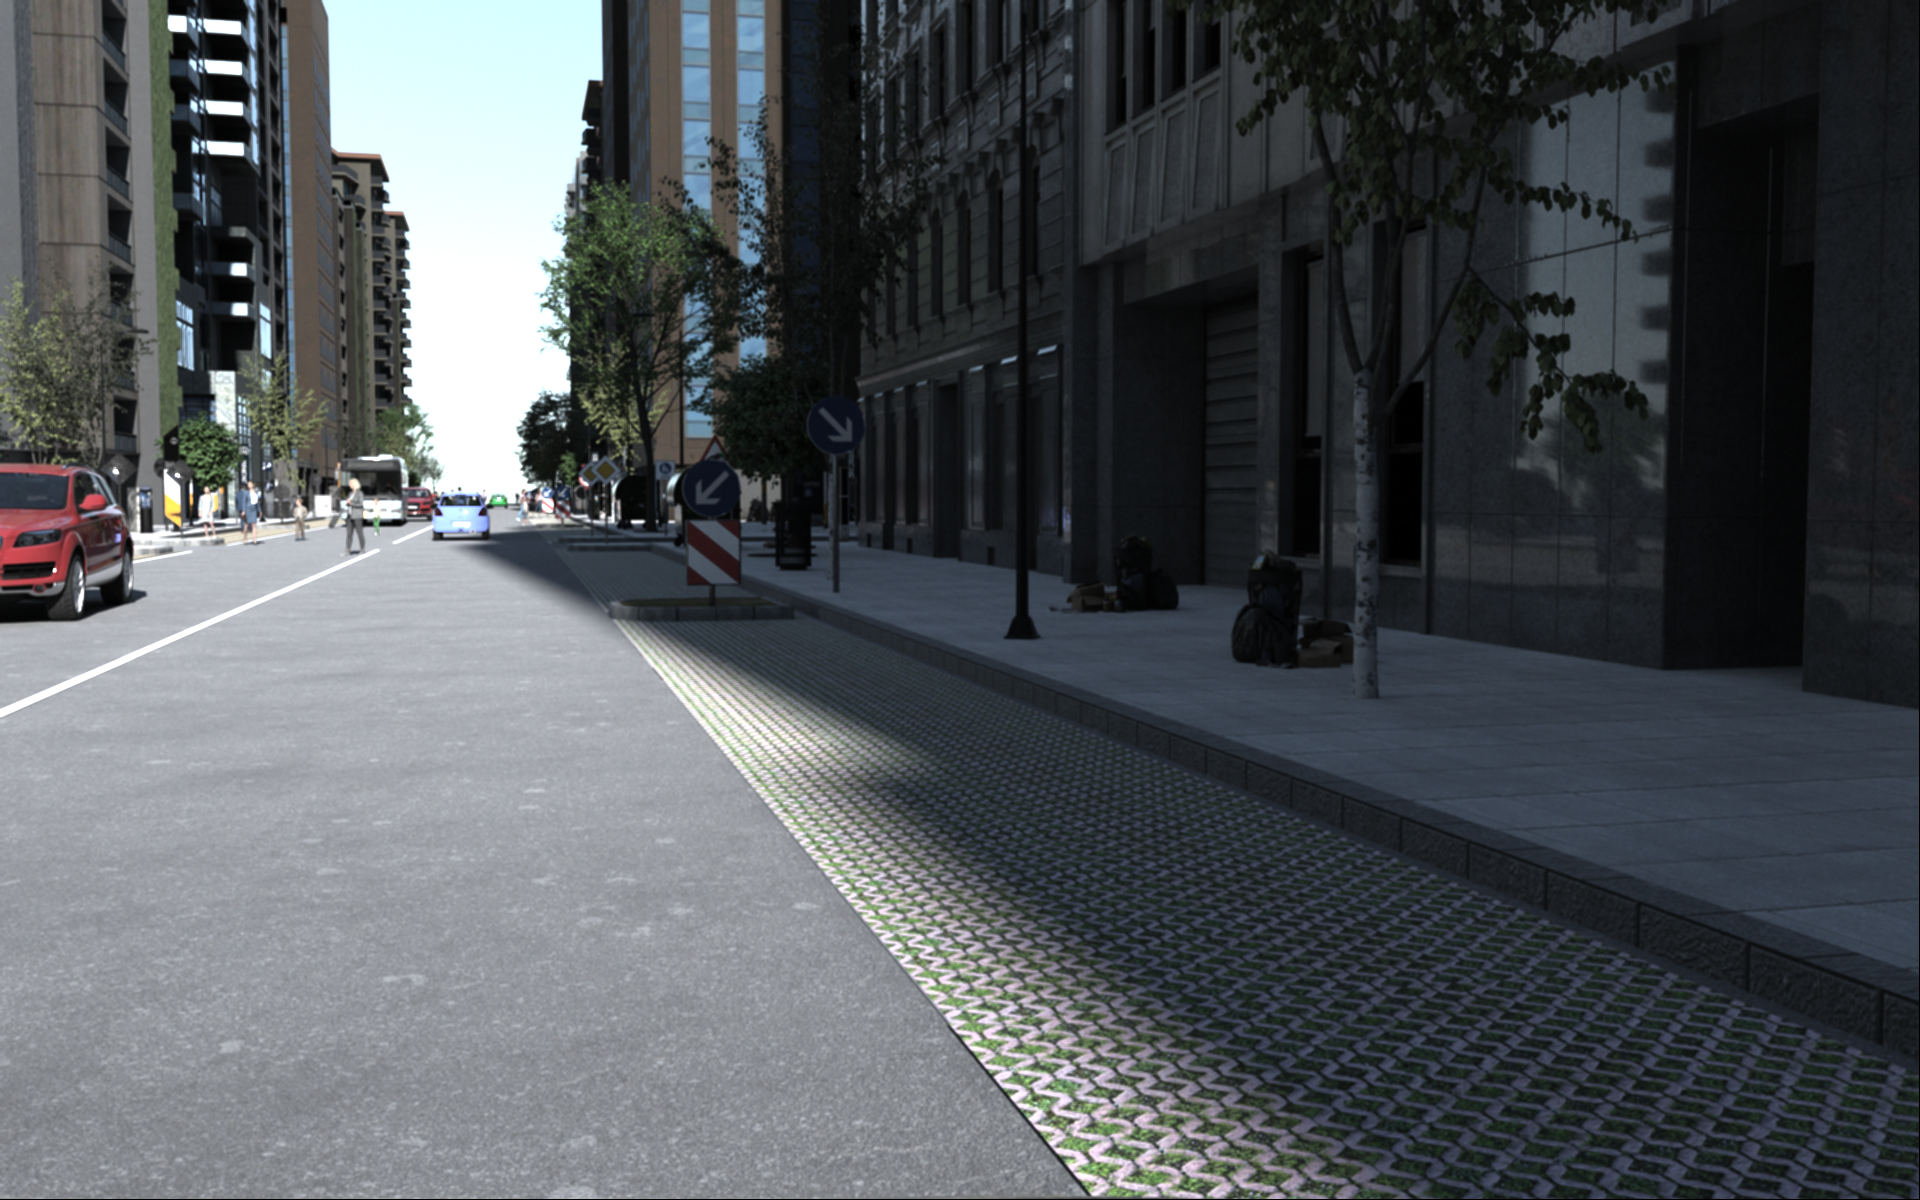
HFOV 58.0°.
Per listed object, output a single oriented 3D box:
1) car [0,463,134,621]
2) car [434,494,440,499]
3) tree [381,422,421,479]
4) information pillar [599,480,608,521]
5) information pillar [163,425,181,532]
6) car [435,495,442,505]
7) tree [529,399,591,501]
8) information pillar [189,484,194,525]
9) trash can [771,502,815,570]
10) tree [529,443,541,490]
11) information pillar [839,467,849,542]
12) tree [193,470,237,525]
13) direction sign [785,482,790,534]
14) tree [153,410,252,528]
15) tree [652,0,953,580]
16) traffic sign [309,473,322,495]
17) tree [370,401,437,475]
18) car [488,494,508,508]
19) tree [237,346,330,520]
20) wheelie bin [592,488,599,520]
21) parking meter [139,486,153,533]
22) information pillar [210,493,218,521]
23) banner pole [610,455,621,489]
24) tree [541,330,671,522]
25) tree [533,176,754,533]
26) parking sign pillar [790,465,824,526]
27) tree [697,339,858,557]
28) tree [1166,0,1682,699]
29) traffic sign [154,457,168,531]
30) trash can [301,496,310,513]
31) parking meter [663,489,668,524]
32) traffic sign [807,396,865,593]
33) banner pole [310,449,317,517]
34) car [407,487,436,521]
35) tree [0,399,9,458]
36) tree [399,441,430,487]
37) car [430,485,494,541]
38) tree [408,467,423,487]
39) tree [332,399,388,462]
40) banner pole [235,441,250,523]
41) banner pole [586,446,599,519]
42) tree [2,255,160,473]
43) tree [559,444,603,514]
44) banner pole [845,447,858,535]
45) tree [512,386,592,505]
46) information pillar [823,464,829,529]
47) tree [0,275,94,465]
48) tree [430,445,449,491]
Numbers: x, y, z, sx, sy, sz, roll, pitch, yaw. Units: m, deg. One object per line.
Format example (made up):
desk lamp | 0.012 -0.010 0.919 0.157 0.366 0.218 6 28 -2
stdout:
car | -11.403 -0.747 20.882 2.281 1.827 5.304 -1 4 -16
car | -65.157 -12.513 214.815 2.015 1.641 3.980 -1 4 -14
tree | -57.708 -13.907 177.745 4.737 8.622 4.395 0 3 0
information pillar | -17.142 -4.815 83.219 0.304 2.012 0.304 2 4 24
information pillar | -26.470 -4.090 58.228 0.504 3.616 0.183 -1 4 -22
car | -50.283 -9.520 168.232 1.945 1.354 3.894 -1 4 -16
tree | -30.266 -11.182 133.183 4.360 8.622 3.978 0 3 0
information pillar | -31.582 -4.876 71.078 0.183 3.616 0.504 -2 4 -29
trash can | -2.821 -1.079 29.300 0.748 1.137 0.748 0 3 0
tree | -46.333 -14.982 195.320 4.737 8.622 4.395 0 3 0
information pillar | -3.199 -2.584 46.734 0.304 2.012 0.304 -3 5 -42
tree | -31.597 -4.783 72.804 1.663 3.219 1.824 0 3 0
direction sign | -5.488 -3.888 55.573 0.379 3.537 0.876 -2 4 -27
tree | -28.761 -5.037 66.063 4.285 4.588 4.351 0 3 0
tree | -2.099 -4.614 25.803 4.360 8.622 3.978 0 3 0
traffic sign | -39.520 -6.493 106.261 0.768 2.556 0.104 -1 4 -11
tree | -61.641 -16.269 191.747 9.928 11.665 9.643 0 3 0
car | -46.201 -10.064 173.334 1.959 1.807 4.718 -1 4 -15
tree | -34.096 -8.345 86.809 4.737 8.622 4.395 0 3 0
wheelie bin | -18.174 -4.855 87.285 0.693 1.594 0.980 -1 4 -10
parking meter | -26.711 -2.962 56.839 0.372 1.533 0.369 0 3 0
information pillar | -35.899 -5.608 83.038 0.504 3.616 0.183 -3 5 -44
banner pole | -20.753 -7.017 104.742 0.863 3.779 0.401 -1 4 -11
tree | -15.515 -7.825 78.296 4.737 8.622 4.395 0 3 0
tree | -10.526 -8.079 57.851 9.928 11.665 9.643 0 3 0
parking sign pillar | -6.140 -4.929 69.061 1.447 3.967 1.447 -2 4 -29
tree | -3.751 -3.183 35.762 4.285 4.588 4.351 0 3 0
tree | 2.582 -3.674 10.439 4.737 8.622 4.395 0 3 0
traffic sign | -27.278 -3.632 59.491 0.768 2.556 0.104 0 4 -6
trash can | -41.204 -5.938 108.737 0.748 1.137 0.748 0 3 0
parking meter | -12.920 -4.106 75.551 0.372 1.533 0.369 0 3 0
traffic sign | -1.612 -1.370 22.501 0.768 2.556 0.104 -1 4 -14
banner pole | -36.185 -6.528 96.748 0.401 3.779 0.863 -1 4 -12
car | -29.083 -5.120 92.377 2.281 1.827 5.304 -1 4 -14
tree | -21.572 -3.180 35.709 4.285 4.588 4.351 0 3 0
tree | -68.716 -16.245 215.966 4.360 8.622 3.978 0 3 0
car | -15.739 -2.760 54.714 1.945 1.707 3.694 -1 4 -15
tree | -65.835 -13.653 206.941 4.285 4.588 4.351 0 3 0
tree | -47.078 -11.317 135.398 4.360 8.622 3.978 0 3 0
banner pole | -31.411 -5.238 75.650 0.863 3.779 0.401 0 4 4
banner pole | -19.177 -6.148 90.542 0.863 3.779 0.401 2 4 30
tree | -26.524 -6.242 52.427 4.360 8.622 3.978 0 3 0
tree | -24.615 -7.930 113.364 4.285 4.588 4.351 0 3 0
banner pole | -3.278 -3.935 54.354 0.863 3.779 0.401 2 4 29
tree | -48.317 -18.308 205.985 9.857 13.997 8.962 0 3 0
information pillar | -4.937 -4.455 64.197 0.183 3.616 0.504 1 4 12
tree | -30.974 -6.593 58.164 4.737 8.622 4.395 0 3 0
tree | -74.909 -17.840 242.043 4.360 8.622 3.978 0 3 0
